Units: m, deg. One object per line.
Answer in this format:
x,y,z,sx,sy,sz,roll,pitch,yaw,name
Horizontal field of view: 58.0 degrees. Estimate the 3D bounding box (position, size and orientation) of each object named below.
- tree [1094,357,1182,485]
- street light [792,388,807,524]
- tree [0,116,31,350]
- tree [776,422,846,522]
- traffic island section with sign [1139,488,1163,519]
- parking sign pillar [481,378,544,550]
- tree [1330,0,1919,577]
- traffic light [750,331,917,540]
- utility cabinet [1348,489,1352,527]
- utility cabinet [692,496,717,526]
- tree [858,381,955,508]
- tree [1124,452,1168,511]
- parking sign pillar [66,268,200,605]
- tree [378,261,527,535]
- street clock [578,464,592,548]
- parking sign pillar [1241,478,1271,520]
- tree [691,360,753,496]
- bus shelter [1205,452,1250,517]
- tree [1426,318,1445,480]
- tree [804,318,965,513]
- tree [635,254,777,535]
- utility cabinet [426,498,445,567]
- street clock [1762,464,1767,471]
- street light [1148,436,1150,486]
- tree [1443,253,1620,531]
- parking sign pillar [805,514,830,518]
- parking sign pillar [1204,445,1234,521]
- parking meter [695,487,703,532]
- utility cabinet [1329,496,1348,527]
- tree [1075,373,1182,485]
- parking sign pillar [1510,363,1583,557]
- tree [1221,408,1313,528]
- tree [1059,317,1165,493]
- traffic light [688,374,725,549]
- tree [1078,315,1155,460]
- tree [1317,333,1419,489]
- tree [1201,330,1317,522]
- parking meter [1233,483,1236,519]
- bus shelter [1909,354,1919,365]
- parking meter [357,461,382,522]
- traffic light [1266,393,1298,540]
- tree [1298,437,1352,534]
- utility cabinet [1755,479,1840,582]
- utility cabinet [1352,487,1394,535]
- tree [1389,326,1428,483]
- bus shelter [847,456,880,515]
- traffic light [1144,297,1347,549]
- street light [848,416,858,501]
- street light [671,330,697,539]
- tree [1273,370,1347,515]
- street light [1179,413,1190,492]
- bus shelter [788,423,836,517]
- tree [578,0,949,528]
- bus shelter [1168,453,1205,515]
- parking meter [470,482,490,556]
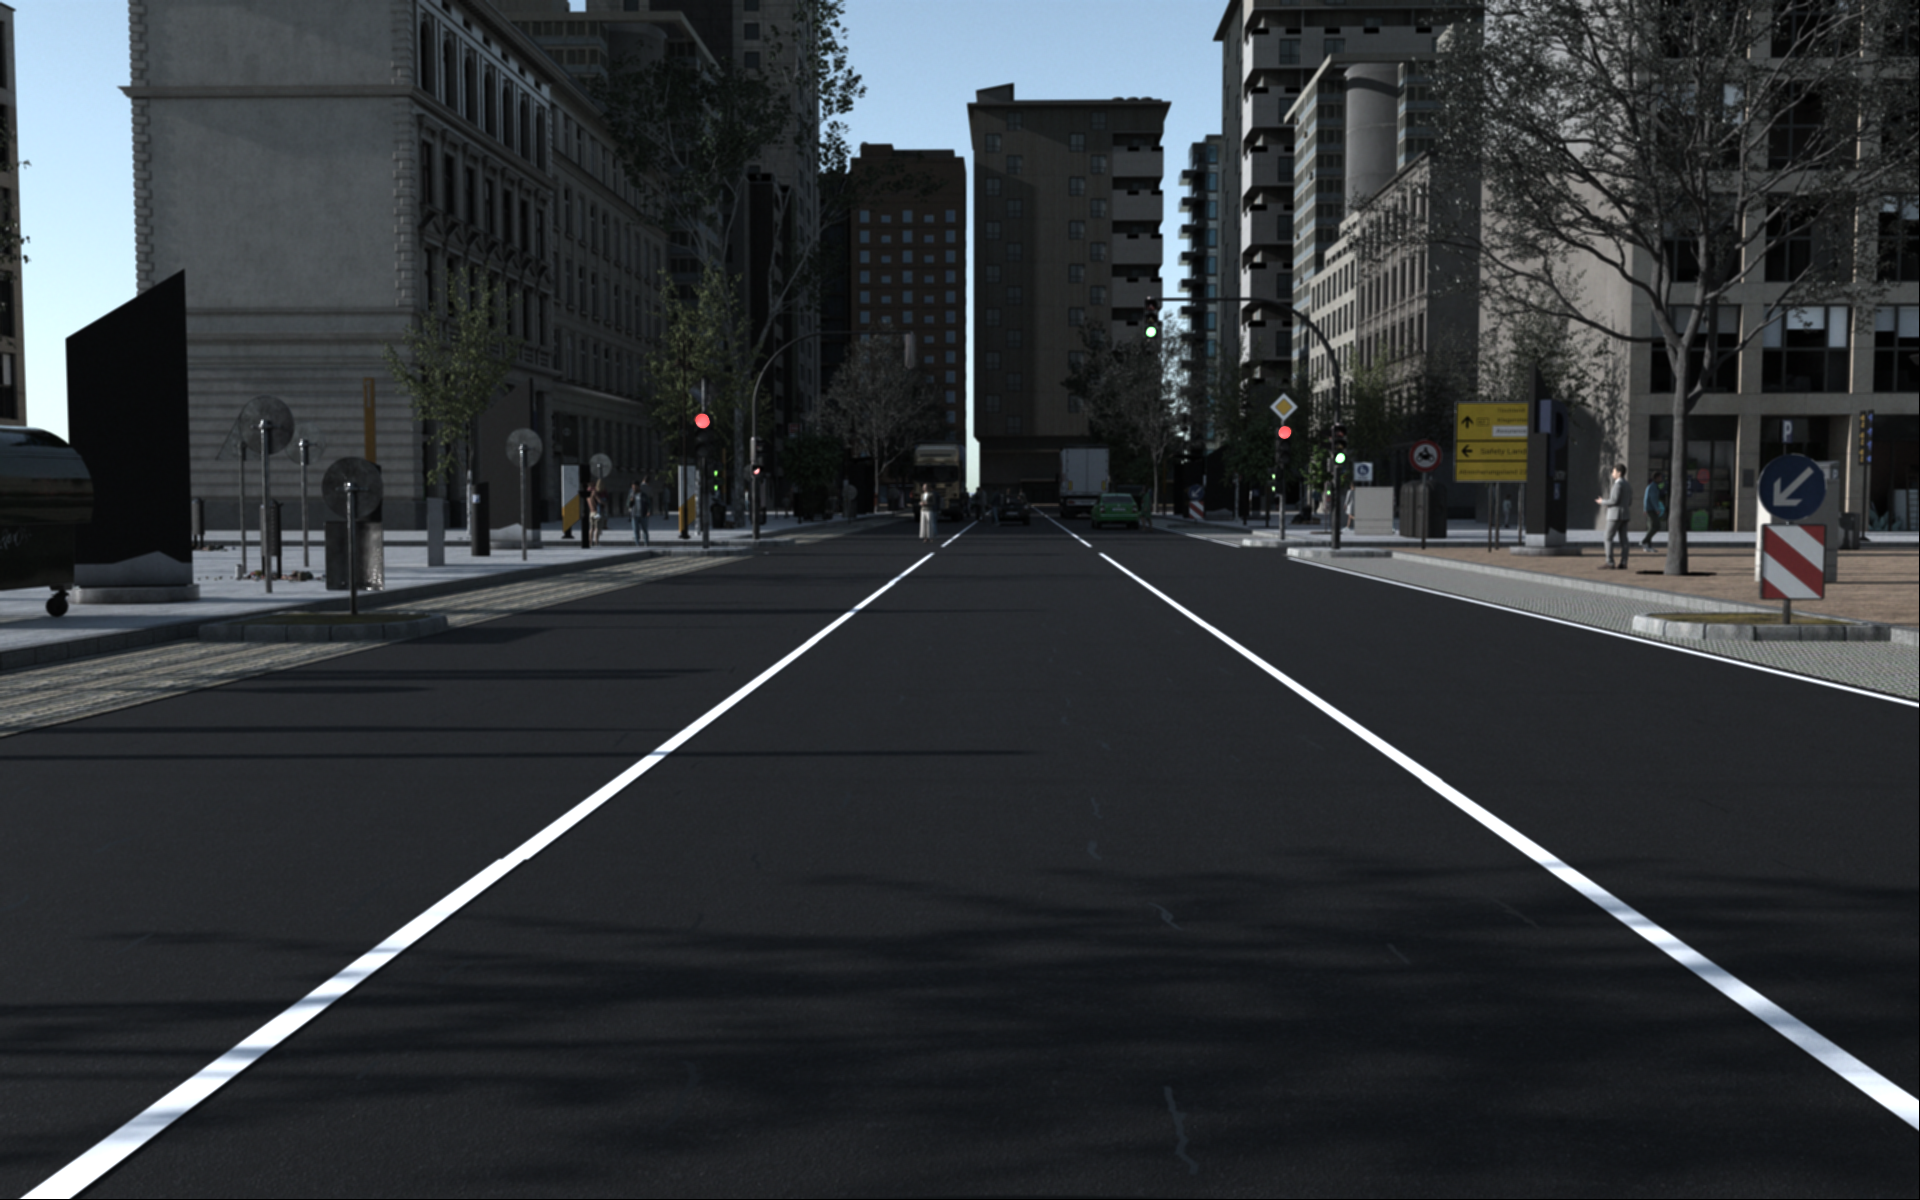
14.615,-13.714,142.345,7.486,12.596,7.792,0,3,0,tree
-6.907,-6.220,74.484,0.468,5.910,1.993,0,4,2,street light
-17.256,-4.781,28.529,4.360,8.622,3.978,0,3,0,tree
-6.831,-5.847,79.314,4.285,4.588,4.351,0,3,0,tree
10.611,-5.582,99.893,1.989,1.847,2.006,0,4,2,traffic island section with sign
-10.508,-3.182,40.495,1.447,3.967,1.447,1,4,15,parking sign pillar
11.498,-7.147,27.223,12.009,13.543,11.850,0,3,0,tree
-3.611,-4.517,48.524,4.771,5.953,1.251,0,4,2,traffic light
15.240,-3.504,65.969,0.318,1.500,1.173,-1,4,-20,utility cabinet
-10.373,-3.618,70.318,1.020,1.237,0.306,0,4,5,utility cabinet
-5.327,-15.128,164.343,9.611,12.733,9.660,0,3,0,tree
14.271,-9.109,132.648,4.285,4.588,4.351,0,3,0,tree
-9.923,-1.971,20.704,1.447,3.967,1.447,-2,4,-24,parking sign pillar
-15.618,-6.351,54.206,4.737,8.622,4.395,0,3,0,tree
-8.894,-2.234,41.090,0.358,2.002,0.471,-1,4,-19,street clock
14.655,-5.944,85.650,1.447,3.967,1.447,1,4,12,parking sign pillar
-13.338,-8.744,93.329,4.360,8.622,3.978,0,3,0,tree
15.144,-6.494,97.453,1.731,3.624,6.357,0,4,2,bus shelter
19.311,-6.711,60.085,4.360,8.622,3.978,0,3,0,tree
-5.635,-12.846,120.407,12.009,13.543,11.850,0,3,0,tree
-8.140,-6.347,54.133,4.737,8.622,4.395,0,3,0,tree
-9.416,-1.222,31.137,0.306,1.237,1.020,-1,4,-17,utility cabinet
18.481,-2.130,39.394,0.471,2.002,0.358,2,4,27,street clock
13.371,-9.176,122.808,0.468,5.910,1.993,0,4,2,street light
18.200,-6.347,54.131,4.360,8.622,3.978,0,3,0,tree
-7.621,-6.400,93.120,1.447,3.967,1.447,2,4,29,parking sign pillar
12.499,-5.807,83.412,1.447,3.967,1.447,1,4,9,parking sign pillar
-8.892,-3.114,59.330,0.372,1.533,0.369,0,3,0,parking meter
15.047,-3.480,68.067,1.020,1.237,0.306,0,4,-2,utility cabinet
15.102,-14.761,158.345,9.611,12.733,9.660,0,3,0,tree
12.254,-2.913,36.107,1.447,3.967,1.447,3,4,38,parking sign pillar
11.817,-5.037,66.075,4.285,4.588,4.351,0,3,0,tree
15.148,-20.274,187.372,12.611,20.169,13.585,0,3,0,tree
-5.953,-3.159,40.572,0.839,4.253,0.868,0,4,2,traffic light
13.102,-12.518,115.038,12.009,13.543,11.850,0,3,0,tree
19.043,-7.937,80.137,4.737,8.622,4.395,0,3,0,tree
12.809,-7.861,78.894,4.737,8.622,4.395,0,3,0,tree
14.208,-5.157,90.023,0.255,1.863,0.399,-3,5,-43,parking meter
11.798,-1.419,17.126,2.014,3.302,5.546,0,4,2,bus shelter
-10.137,-1.469,29.737,0.399,1.863,0.255,2,4,28,parking meter
8.950,-3.620,48.114,0.839,4.253,0.868,0,4,2,traffic light
11.729,-3.755,55.989,1.663,3.219,1.824,0,3,0,tree
12.070,-0.997,24.981,1.173,1.500,0.318,-1,4,-16,utility cabinet
12.899,-2.771,53.984,1.173,1.500,0.318,1,4,13,utility cabinet
19.863,-7.477,72.606,4.360,8.622,3.978,0,3,0,tree
-6.185,-7.242,109.691,1.731,3.624,6.357,0,4,2,bus shelter
6.608,-3.999,40.057,4.771,5.953,1.251,0,4,2,traffic light
-6.186,-7.807,100.438,0.468,5.910,1.993,0,4,2,street light
-7.760,-4.653,48.862,0.468,5.910,1.993,0,4,2,street light
20.558,-9.340,103.064,4.360,8.622,3.978,0,3,0,tree
12.595,-7.608,97.184,0.468,5.910,1.993,0,4,2,street light
-8.550,-7.540,100.910,2.179,5.291,8.768,0,4,2,bus shelter
-7.266,-12.762,64.550,12.611,20.169,13.585,0,3,0,tree
13.437,-6.812,102.664,1.731,3.624,6.357,0,4,2,bus shelter
-9.916,-1.675,35.797,0.372,1.533,0.369,0,3,0,parking meter
